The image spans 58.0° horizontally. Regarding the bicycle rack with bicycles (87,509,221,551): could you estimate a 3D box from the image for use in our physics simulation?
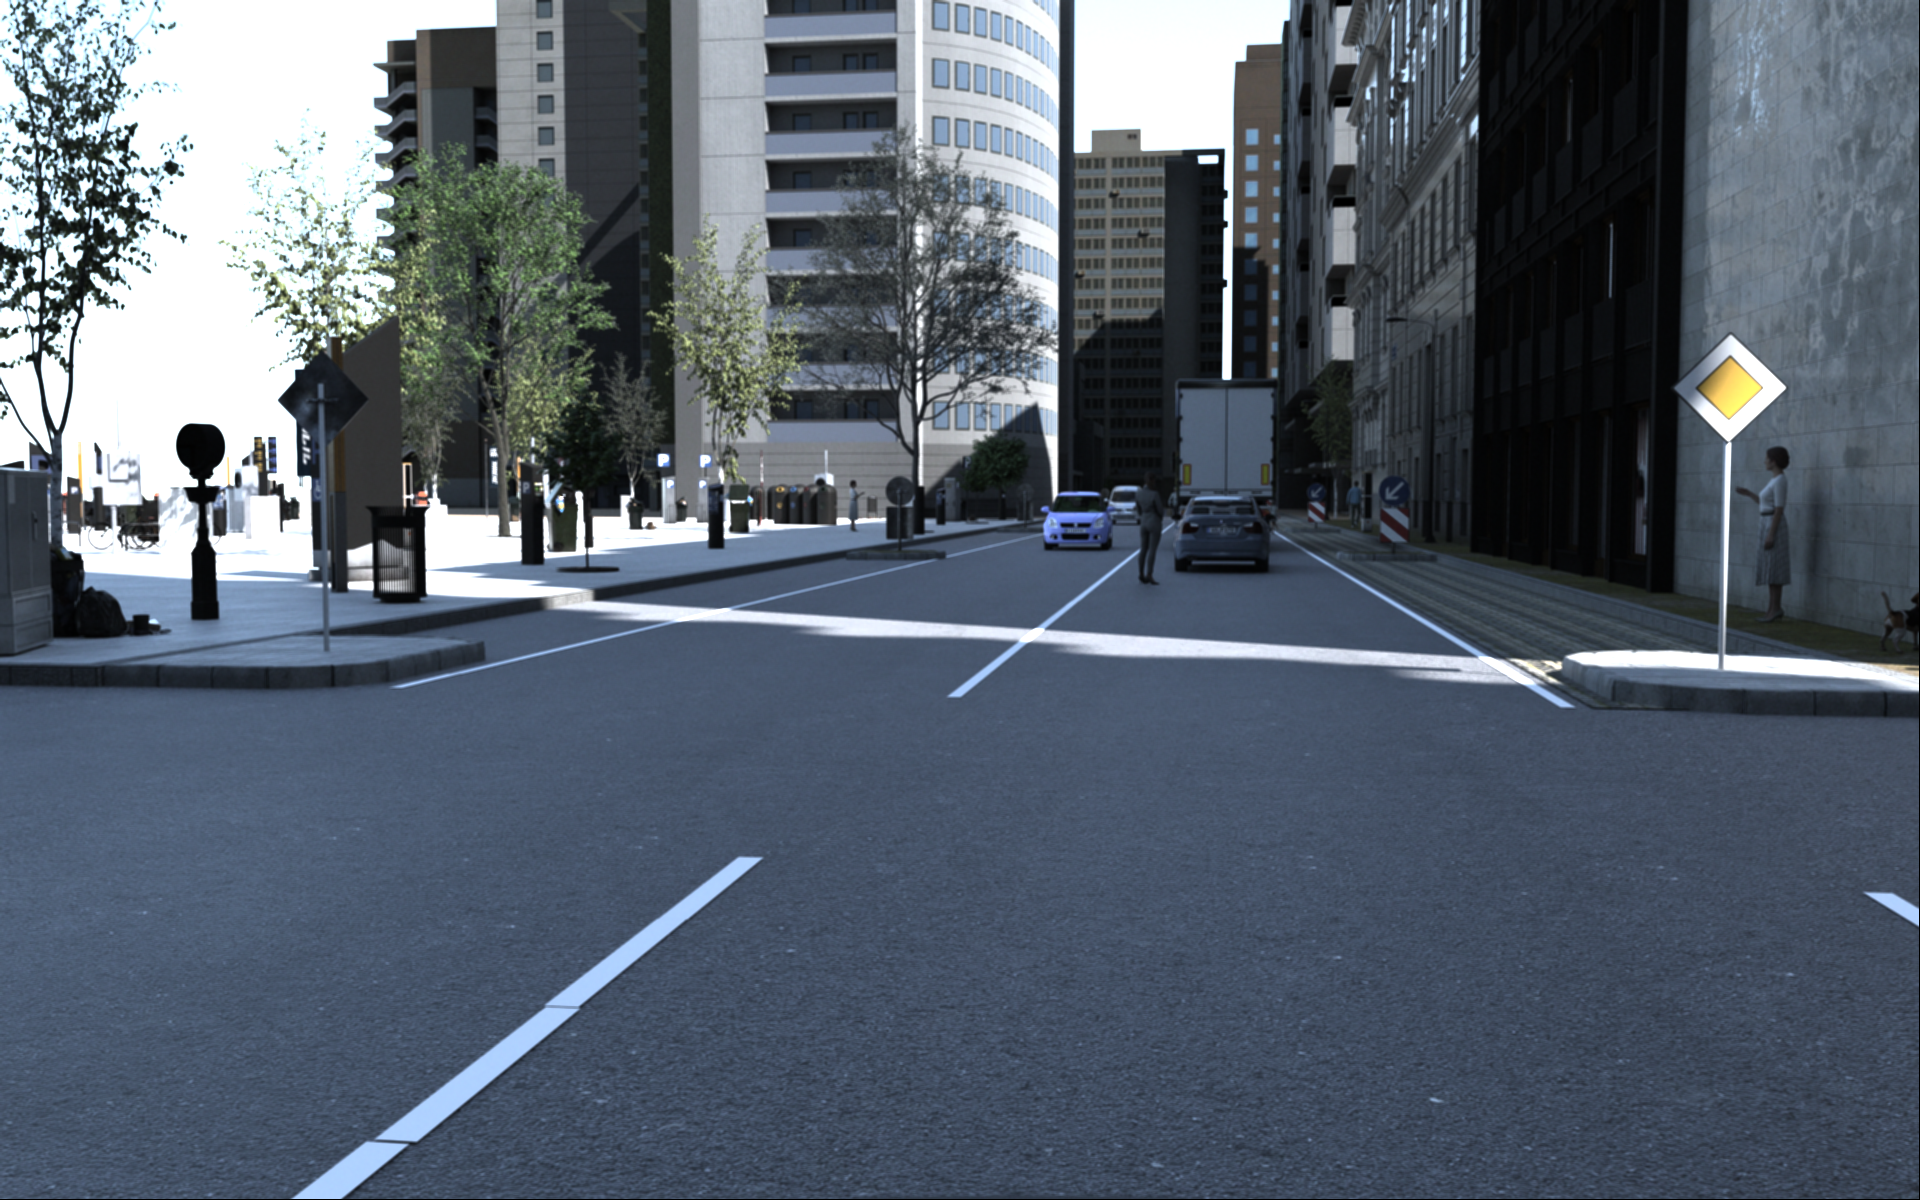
[{"bbox_3d":[-18.690,-1.648,40.331,2.925,0.926,2.852,-2,4,-28],"label":"bicycle rack with bicycles"}]

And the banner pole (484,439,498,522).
[{"bbox_3d":[-21.379,-5.444,79.024,0.863,3.779,0.401,-2,4,-32],"label":"banner pole"}]

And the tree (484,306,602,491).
[{"bbox_3d":[-16.001,-7.082,66.154,4.737,8.622,4.395,0,3,0],"label":"tree"}]

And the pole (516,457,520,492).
[{"bbox_3d":[-23.749,-6.077,93.209,0.158,3.312,0.155,0,3,0],"label":"pole"}]

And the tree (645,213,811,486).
[{"bbox_3d":[-6.191,-5.874,46.396,4.737,8.622,4.395,0,3,0],"label":"tree"}]

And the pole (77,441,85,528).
[{"bbox_3d":[-33.650,-4.430,66.272,0.158,3.312,0.155,0,3,0],"label":"pole"}]

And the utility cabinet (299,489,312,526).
[{"bbox_3d":[-25.665,-3.685,68.925,1.173,1.500,0.318,1,4,11],"label":"utility cabinet"}]

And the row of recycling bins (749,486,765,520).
[{"bbox_3d":[-9.575,-4.805,85.674,3.534,1.692,1.069,-2,4,-25],"label":"row of recycling bins"}]

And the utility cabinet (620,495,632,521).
[{"bbox_3d":[-15.837,-4.346,82.213,0.306,1.237,1.020,0,4,3],"label":"utility cabinet"}]

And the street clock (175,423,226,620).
[{"bbox_3d":[-7.735,-0.802,17.689,0.471,2.002,0.358,2,4,25],"label":"street clock"}]

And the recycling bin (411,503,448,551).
[{"bbox_3d":[-12.125,-1.653,39.584,0.722,1.027,0.722,-1,4,-23],"label":"recycling bin"}]

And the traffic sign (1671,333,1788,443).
[{"bbox_3d":[5.580,-0.635,12.567,0.795,2.593,0.064,1,4,8],"label":"traffic sign"}]

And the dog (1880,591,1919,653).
[{"bbox_3d":[7.725,0.165,14.129,0.406,0.507,0.540,2,4,26],"label":"dog"}]

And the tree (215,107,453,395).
[{"bbox_3d":[-12.325,-5.123,34.120,4.737,8.622,4.395,0,3,0],"label":"tree"}]

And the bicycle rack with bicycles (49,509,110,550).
[{"bbox_3d":[-22.389,-1.717,41.449,2.852,0.926,2.925,-3,5,-42],"label":"bicycle rack with bicycles"}]

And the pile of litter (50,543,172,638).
[{"bbox_3d":[-8.161,-0.113,15.818,1.719,0.858,1.176,1,4,11],"label":"pile of litter"}]

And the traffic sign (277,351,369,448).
[{"bbox_3d":[-5.199,-0.731,14.143,0.795,2.593,0.064,1,4,8],"label":"traffic sign"}]

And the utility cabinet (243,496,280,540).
[{"bbox_3d":[-19.642,-2.298,48.736,0.306,1.237,1.020,2,4,26],"label":"utility cabinet"}]

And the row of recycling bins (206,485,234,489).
[{"bbox_3d":[-32.301,-4.221,76.124,1.069,1.692,3.534,1,4,10],"label":"row of recycling bins"}]

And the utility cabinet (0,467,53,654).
[{"bbox_3d":[-7.735,-0.335,14.153,0.318,1.500,1.173,-1,4,-14],"label":"utility cabinet"}]

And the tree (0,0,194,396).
[{"bbox_3d":[-11.379,-4.348,21.450,4.360,8.622,3.978,0,3,0],"label":"tree"}]

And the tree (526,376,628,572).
[{"bbox_3d":[-6.331,-2.085,28.699,1.663,3.219,1.824,0,3,0],"label":"tree"}]

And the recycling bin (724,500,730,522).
[{"bbox_3d":[-10.690,-4.143,80.287,0.722,1.027,0.722,-3,5,-42],"label":"recycling bin"}]

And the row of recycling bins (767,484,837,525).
[{"bbox_3d":[-6.481,-4.001,72.528,3.534,1.692,1.069,3,5,42],"label":"row of recycling bins"}]

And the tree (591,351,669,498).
[{"bbox_3d":[-16.871,-8.479,88.993,4.360,8.622,3.978,0,3,0],"label":"tree"}]

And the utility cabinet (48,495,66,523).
[{"bbox_3d":[-39.870,-3.982,76.273,1.020,1.237,0.306,1,4,16],"label":"utility cabinet"}]

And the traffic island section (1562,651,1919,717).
[{"bbox_3d":[5.605,0.589,12.646,2.009,0.180,2.903,1,4,8],"label":"traffic island section"}]

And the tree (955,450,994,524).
[{"bbox_3d":[0.740,-4.944,75.430,1.663,3.219,1.824,0,3,0],"label":"tree"}]

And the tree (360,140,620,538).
[{"bbox_3d":[-13.642,-7.676,51.257,9.928,11.665,9.643,0,3,0],"label":"tree"}]

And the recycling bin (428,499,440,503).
[{"bbox_3d":[-27.735,-4.778,90.669,0.722,1.027,0.722,3,4,37],"label":"recycling bin"}]

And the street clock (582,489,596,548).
[{"bbox_3d":[-8.823,-2.237,41.138,0.358,2.002,0.471,0,4,3],"label":"street clock"}]

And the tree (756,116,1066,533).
[{"bbox_3d":[-1.587,-9.002,57.551,12.009,13.543,11.850,0,3,0],"label":"tree"}]

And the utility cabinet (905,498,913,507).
[{"bbox_3d":[-1.848,-3.486,68.161,0.306,1.237,1.020,-1,4,-23],"label":"utility cabinet"}]

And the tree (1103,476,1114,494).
[{"bbox_3d":[14.356,-10.471,165.808,1.663,3.219,1.824,0,3,0],"label":"tree"}]

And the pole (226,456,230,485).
[{"bbox_3d":[-39.158,-6.049,92.746,0.158,3.312,0.155,0,3,0],"label":"pole"}]

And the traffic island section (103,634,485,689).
[{"bbox_3d":[-5.223,0.493,14.213,2.009,0.180,2.903,1,4,8],"label":"traffic island section"}]

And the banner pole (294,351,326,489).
[{"bbox_3d":[-11.295,-2.469,30.379,0.863,3.779,0.401,1,4,14],"label":"banner pole"}]

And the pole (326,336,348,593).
[{"bbox_3d":[-8.105,-1.754,22.527,0.158,3.312,0.155,0,3,0],"label":"pole"}]

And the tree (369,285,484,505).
[{"bbox_3d":[-18.406,-6.686,59.684,4.360,8.622,3.978,0,3,0],"label":"tree"}]

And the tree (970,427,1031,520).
[{"bbox_3d":[1.922,-6.217,85.363,4.285,4.588,4.351,0,3,0],"label":"tree"}]
